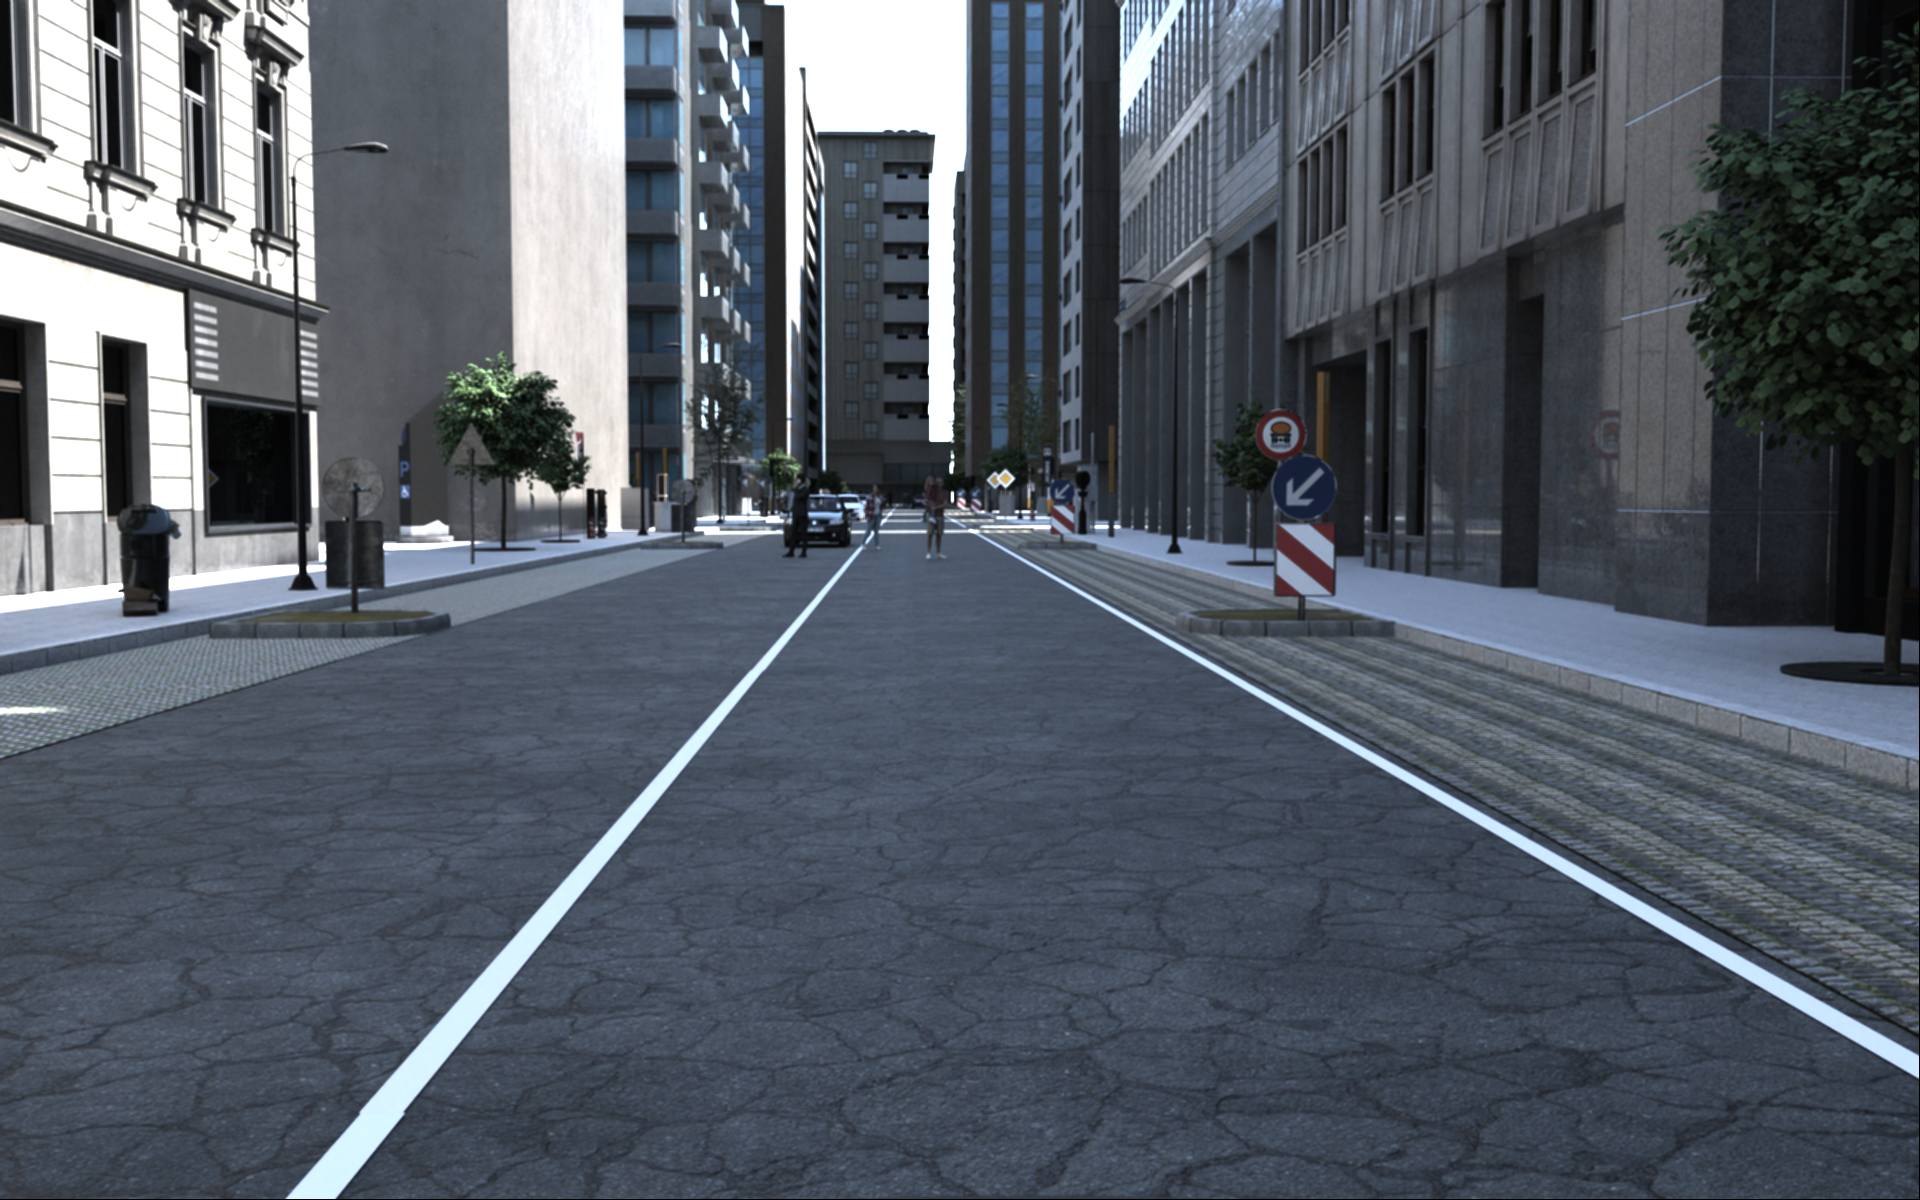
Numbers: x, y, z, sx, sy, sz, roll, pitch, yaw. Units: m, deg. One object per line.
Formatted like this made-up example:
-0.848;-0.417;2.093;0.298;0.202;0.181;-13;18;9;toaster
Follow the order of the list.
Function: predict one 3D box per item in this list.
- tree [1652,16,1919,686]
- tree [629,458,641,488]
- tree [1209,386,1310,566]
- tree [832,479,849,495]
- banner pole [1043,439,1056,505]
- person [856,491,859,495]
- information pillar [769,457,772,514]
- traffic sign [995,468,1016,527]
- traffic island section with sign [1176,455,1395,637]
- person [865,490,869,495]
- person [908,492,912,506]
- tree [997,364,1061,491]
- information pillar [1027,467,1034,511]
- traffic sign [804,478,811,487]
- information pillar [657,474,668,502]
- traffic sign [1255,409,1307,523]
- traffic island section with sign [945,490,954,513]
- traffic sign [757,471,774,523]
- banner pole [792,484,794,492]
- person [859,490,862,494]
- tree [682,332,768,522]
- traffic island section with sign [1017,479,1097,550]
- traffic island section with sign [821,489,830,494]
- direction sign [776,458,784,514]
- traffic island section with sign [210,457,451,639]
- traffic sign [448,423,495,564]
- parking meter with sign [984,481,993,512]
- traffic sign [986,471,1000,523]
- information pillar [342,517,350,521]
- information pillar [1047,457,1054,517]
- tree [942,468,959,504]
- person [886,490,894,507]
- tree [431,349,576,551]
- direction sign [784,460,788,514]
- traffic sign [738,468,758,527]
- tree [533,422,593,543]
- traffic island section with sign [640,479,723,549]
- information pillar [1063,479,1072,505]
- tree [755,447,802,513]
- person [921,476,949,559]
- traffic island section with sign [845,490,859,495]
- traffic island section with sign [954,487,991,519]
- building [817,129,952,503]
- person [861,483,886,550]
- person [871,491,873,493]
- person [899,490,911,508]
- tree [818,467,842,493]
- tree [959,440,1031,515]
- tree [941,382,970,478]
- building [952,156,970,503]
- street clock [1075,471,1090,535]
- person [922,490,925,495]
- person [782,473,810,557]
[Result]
6.503;-1.733;12.053;4.285;4.588;4.351;0;3;0;tree
-15.338;-5.083;77.707;1.663;3.219;1.824;0;3;0;tree
5.241;-2.250;31.388;1.663;3.219;1.824;0;3;0;tree
-15.224;-14.148;225.926;1.663;3.219;1.824;0;3;0;tree
4.096;-5.413;78.527;0.863;3.779;0.401;2;4;34;banner pole
-9.435;-9.267;160.739;0.721;1.735;1.217;2;4;30;person
-12.041;-7.291;110.567;0.183;3.616;0.504;1;4;12;information pillar
1.782;-3.928;67.869;0.795;2.450;0.064;0;4;-2;traffic sign
3.338;-0.587;18.221;1.989;1.847;2.006;0;4;-2;traffic island section with sign
-8.906;-9.629;166.077;1.348;1.807;0.705;-2;4;-27;person
-6.018;-12.169;208.259;0.742;1.727;0.445;2;4;27;person
4.328;-9.080;98.816;4.737;8.622;4.395;0;3;0;tree
5.339;-8.525;130.738;0.504;3.616;0.183;-1;4;-13;information pillar
-12.024;-8.254;135.057;0.768;2.556;0.104;0;4;1;traffic sign
-10.921;-3.615;63.591;0.304;2.012;0.304;0;4;5;information pillar
4.818;-1.589;26.092;0.768;2.556;0.104;0;4;4;traffic sign
-0.036;-7.309;128.129;1.989;1.847;2.006;0;4;-2;traffic island section with sign
-8.504;-4.399;75.563;0.795;2.450;0.064;0;4;-2;traffic sign
-14.269;-9.694;148.512;0.401;3.779;0.863;-2;4;-29;banner pole
-10.048;-10.106;173.672;0.705;1.831;1.348;2;4;27;person
-10.851;-7.890;79.370;4.360;8.622;3.978;0;3;0;tree
2.501;-2.245;45.337;1.989;1.847;2.006;0;4;-2;traffic island section with sign
-9.782;-7.250;127.169;1.989;1.847;2.006;0;4;-2;traffic island section with sign
-11.587;-7.252;110.568;0.379;3.537;0.876;0;4;-8;direction sign
-6.438;-0.575;18.026;1.989;1.847;2.006;0;4;-2;traffic island section with sign
-8.917;-1.934;31.619;0.884;2.594;0.081;0;4;5;traffic sign
1.976;-7.704;122.224;0.543;3.016;1.738;-1;4;-12;parking meter with sign
1.537;-4.416;75.850;0.795;2.450;0.064;0;4;-2;traffic sign
-14.854;-2.301;42.107;0.304;2.012;0.304;-2;4;-24;information pillar
5.051;-6.413;96.213;0.504;3.616;0.183;-3;5;-44;information pillar
0.670;-11.557;172.676;4.285;4.588;4.351;0;3;0;tree
-7.700;-11.160;190.930;1.348;1.831;0.705;3;5;39;person
-10.407;-3.405;39.381;4.285;4.588;4.351;0;3;0;tree
-11.551;-7.472;114.170;0.379;3.537;0.876;0;4;3;direction sign
-8.259;-3.911;67.582;0.795;2.450;0.064;0;4;-2;traffic sign
-10.541;-3.152;46.133;1.663;3.219;1.824;0;3;0;tree
-7.276;-2.258;45.552;1.989;1.847;2.006;0;4;-2;traffic island section with sign
5.162;-4.823;83.342;0.304;2.012;0.304;-3;4;-37;information pillar
-12.522;-8.310;119.575;4.285;4.588;4.351;0;3;0;tree
-0.580;-1.830;38.401;0.573;1.828;0.580;2;4;34;person
-11.331;-10.326;177.451;1.989;1.847;2.006;0;4;-2;traffic island section with sign
0.795;-5.648;100.972;1.989;1.847;2.006;0;4;-2;traffic island section with sign
-15.212;-40.362;249.162;27.495;52.752;28.713;0;4;-2;building
-2.228;-2.162;44.680;0.563;1.720;0.643;-3;5;-41;person
-11.582;-13.370;227.089;0.705;1.826;1.348;0;4;-1;person
-5.673;-10.415;178.865;1.350;1.814;0.705;0;4;-1;person
-15.781;-13.670;207.225;4.285;4.588;4.351;0;3;0;tree
2.897;-7.861;112.248;4.285;4.588;4.351;0;3;0;tree
1.851;-14.639;157.467;7.486;12.596;7.792;0;3;0;tree
9.665;-38.096;246.572;21.600;48.544;21.300;0;4;-2;building
3.892;-3.080;54.920;0.358;2.002;0.471;3;5;44;street clock
-4.056;-10.862;185.955;0.599;1.838;0.709;0;4;1;person
-3.685;-1.923;39.298;0.474;1.900;0.648;-3;5;-42;person
